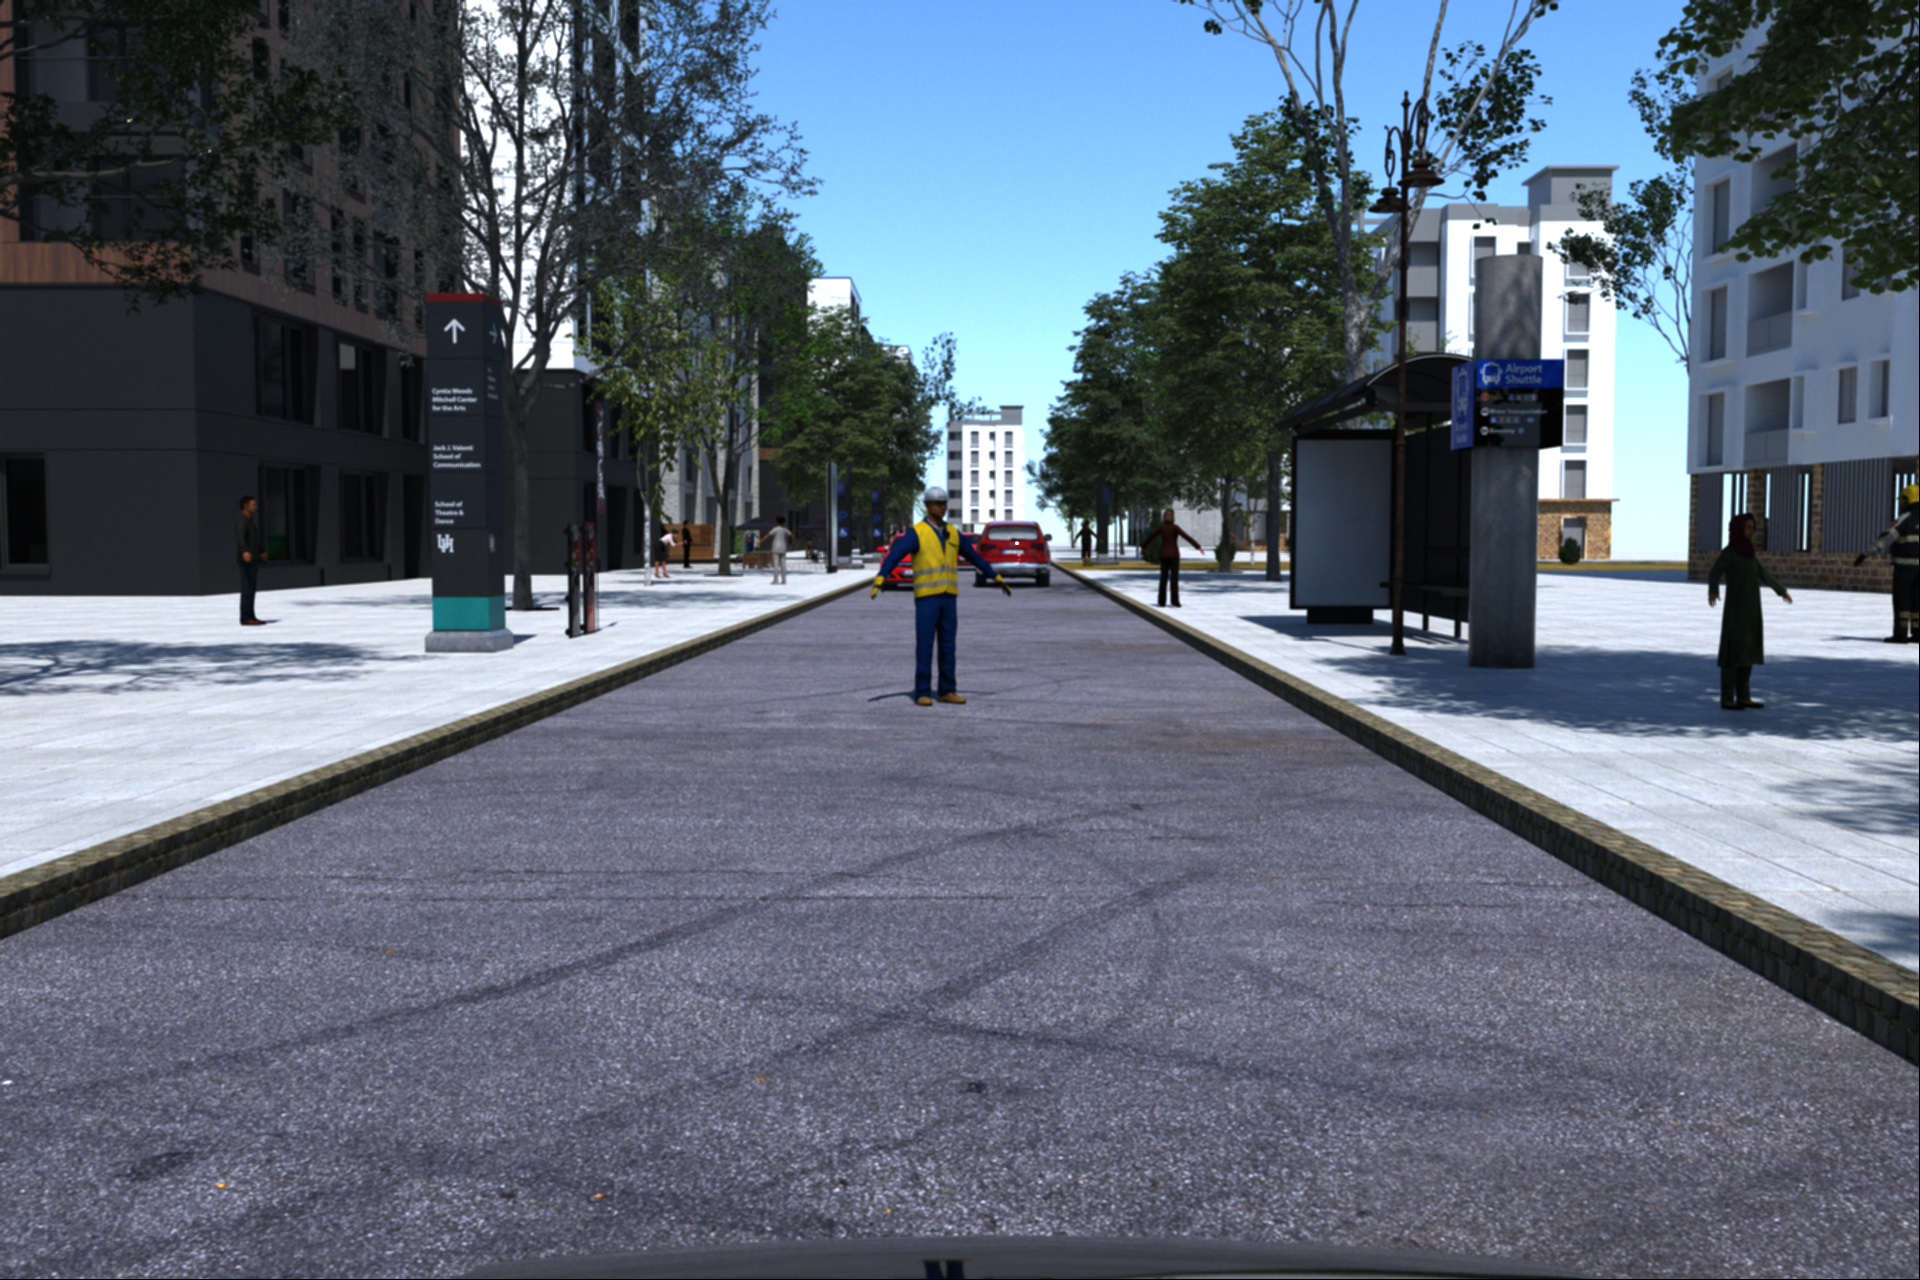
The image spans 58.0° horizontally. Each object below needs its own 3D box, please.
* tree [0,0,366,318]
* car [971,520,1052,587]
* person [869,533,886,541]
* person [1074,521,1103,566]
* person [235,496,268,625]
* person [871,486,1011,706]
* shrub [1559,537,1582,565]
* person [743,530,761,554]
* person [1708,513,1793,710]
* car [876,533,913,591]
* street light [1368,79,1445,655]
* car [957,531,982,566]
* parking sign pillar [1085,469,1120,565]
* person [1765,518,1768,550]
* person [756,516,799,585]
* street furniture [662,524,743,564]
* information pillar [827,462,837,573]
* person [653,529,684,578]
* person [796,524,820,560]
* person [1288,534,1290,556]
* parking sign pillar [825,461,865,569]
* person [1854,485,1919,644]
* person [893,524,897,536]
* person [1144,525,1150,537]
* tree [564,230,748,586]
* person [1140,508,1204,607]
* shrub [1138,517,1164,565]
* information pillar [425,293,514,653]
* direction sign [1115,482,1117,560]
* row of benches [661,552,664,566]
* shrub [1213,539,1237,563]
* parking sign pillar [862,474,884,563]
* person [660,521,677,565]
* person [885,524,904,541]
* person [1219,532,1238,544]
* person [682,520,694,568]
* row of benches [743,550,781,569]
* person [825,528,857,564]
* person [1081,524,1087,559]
[{"bbox_3d":[-8.325,-4.807,12.999,7.601,10.594,8.767,-3,4,-37],"label":"tree"},{"bbox_3d":[1.450,-2.427,48.361,2.281,1.827,5.304,0,4,1],"label":"car"},{"bbox_3d":[-4.388,-5.351,93.681,0.705,1.806,1.347,-3,5,-43],"label":"person"},{"bbox_3d":[5.072,-3.845,69.011,1.346,1.812,0.704,3,4,37],"label":"person"},{"bbox_3d":[-10.004,-1.123,24.427,0.705,1.821,1.348,-1,4,-12],"label":"person"},{"bbox_3d":[-0.187,-0.376,14.569,1.349,1.833,0.705,-2,4,-32],"label":"person"},{"bbox_3d":[25.449,-3.738,72.237,1.383,1.207,1.383,0,3,0],"label":"shrub"},{"bbox_3d":[-10.477,-4.957,86.906,0.705,1.847,1.347,2,4,33],"label":"person"},{"bbox_3d":[5.762,-0.211,12.661,0.989,1.438,0.599,-2,4,-34],"label":"person"},{"bbox_3d":[-1.071,-2.216,45.276,2.155,1.783,4.494,0,4,2],"label":"car"},{"bbox_3d":[4.652,-2.780,18.234,0.468,5.910,1.993,0,4,2],"label":"street light"},{"bbox_3d":[0.283,-3.705,69.618,2.155,1.783,4.494,0,4,1],"label":"car"},{"bbox_3d":[5.978,-5.148,72.634,1.447,3.967,1.447,0,4,1],"label":"parking sign pillar"},{"bbox_3d":[23.241,-2.657,50.044,0.434,1.755,0.990,-2,4,-27],"label":"person"},{"bbox_3d":[-4.640,-2.286,44.146,1.217,1.739,0.721,-2,4,-34],"label":"person"},{"bbox_3d":[-14.483,-4.327,77.599,11.010,1.723,9.812,-2,4,-34],"label":"street furniture"},{"bbox_3d":[-4.242,-4.044,57.440,0.184,3.620,1.656,0,4,2],"label":"information pillar"},{"bbox_3d":[-8.570,-2.534,50.660,0.628,1.438,0.799,3,4,37],"label":"person"},{"bbox_3d":[-7.572,-4.914,86.608,1.348,1.796,0.705,1,4,20],"label":"person"},{"bbox_3d":[19.074,-5.733,99.671,0.705,1.837,1.347,0,4,1],"label":"person"},{"bbox_3d":[-4.230,-4.593,63.563,1.447,3.967,1.447,0,4,2],"label":"parking sign pillar"},{"bbox_3d":[11.131,-0.891,20.330,1.351,1.858,0.704,-1,4,-15],"label":"person"},{"bbox_3d":[-3.184,-5.019,88.526,0.721,1.772,1.216,0,4,3],"label":"person"},{"bbox_3d":[10.698,-5.646,98.440,0.704,1.817,1.347,-1,4,-20],"label":"person"},{"bbox_3d":[-7.458,-5.632,42.438,4.737,8.622,4.395,0,3,0],"label":"tree"},{"bbox_3d":[3.708,-1.443,30.404,1.215,1.729,0.721,2,4,31],"label":"person"},{"bbox_3d":[8.214,-4.153,72.322,1.690,2.028,1.600,0,3,0],"label":"shrub"},{"bbox_3d":[-5.402,-1.811,18.983,0.750,3.857,0.750,0,4,2],"label":"information pillar"},{"bbox_3d":[6.755,-5.083,75.099,0.379,3.537,0.876,0,4,2],"label":"direction sign"},{"bbox_3d":[-13.977,-3.300,69.422,4.104,0.672,1.422,-1,4,-13],"label":"row of benches"},{"bbox_3d":[11.435,-3.890,74.719,1.383,1.207,1.383,0,3,0],"label":"shrub"},{"bbox_3d":[-3.637,-5.405,76.846,1.447,3.967,1.447,0,4,1],"label":"parking sign pillar"},{"bbox_3d":[-12.312,-3.997,71.134,1.354,1.856,0.705,0,4,-2],"label":"person"},{"bbox_3d":[-2.837,-4.413,78.869,1.216,1.740,0.721,1,4,18],"label":"person"},{"bbox_3d":[15.556,-5.724,100.396,1.217,1.733,0.721,2,4,35],"label":"person"},{"bbox_3d":[-10.261,-3.610,65.213,0.705,1.806,1.347,0,4,3],"label":"person"},{"bbox_3d":[-7.407,-3.052,65.366,1.422,0.672,4.104,0,4,7],"label":"row of benches"},{"bbox_3d":[-4.825,-3.930,70.473,1.346,1.802,0.704,-1,4,-12],"label":"person"},{"bbox_3d":[6.452,-5.123,89.883,0.705,1.813,1.348,0,4,-2],"label":"person"}]
